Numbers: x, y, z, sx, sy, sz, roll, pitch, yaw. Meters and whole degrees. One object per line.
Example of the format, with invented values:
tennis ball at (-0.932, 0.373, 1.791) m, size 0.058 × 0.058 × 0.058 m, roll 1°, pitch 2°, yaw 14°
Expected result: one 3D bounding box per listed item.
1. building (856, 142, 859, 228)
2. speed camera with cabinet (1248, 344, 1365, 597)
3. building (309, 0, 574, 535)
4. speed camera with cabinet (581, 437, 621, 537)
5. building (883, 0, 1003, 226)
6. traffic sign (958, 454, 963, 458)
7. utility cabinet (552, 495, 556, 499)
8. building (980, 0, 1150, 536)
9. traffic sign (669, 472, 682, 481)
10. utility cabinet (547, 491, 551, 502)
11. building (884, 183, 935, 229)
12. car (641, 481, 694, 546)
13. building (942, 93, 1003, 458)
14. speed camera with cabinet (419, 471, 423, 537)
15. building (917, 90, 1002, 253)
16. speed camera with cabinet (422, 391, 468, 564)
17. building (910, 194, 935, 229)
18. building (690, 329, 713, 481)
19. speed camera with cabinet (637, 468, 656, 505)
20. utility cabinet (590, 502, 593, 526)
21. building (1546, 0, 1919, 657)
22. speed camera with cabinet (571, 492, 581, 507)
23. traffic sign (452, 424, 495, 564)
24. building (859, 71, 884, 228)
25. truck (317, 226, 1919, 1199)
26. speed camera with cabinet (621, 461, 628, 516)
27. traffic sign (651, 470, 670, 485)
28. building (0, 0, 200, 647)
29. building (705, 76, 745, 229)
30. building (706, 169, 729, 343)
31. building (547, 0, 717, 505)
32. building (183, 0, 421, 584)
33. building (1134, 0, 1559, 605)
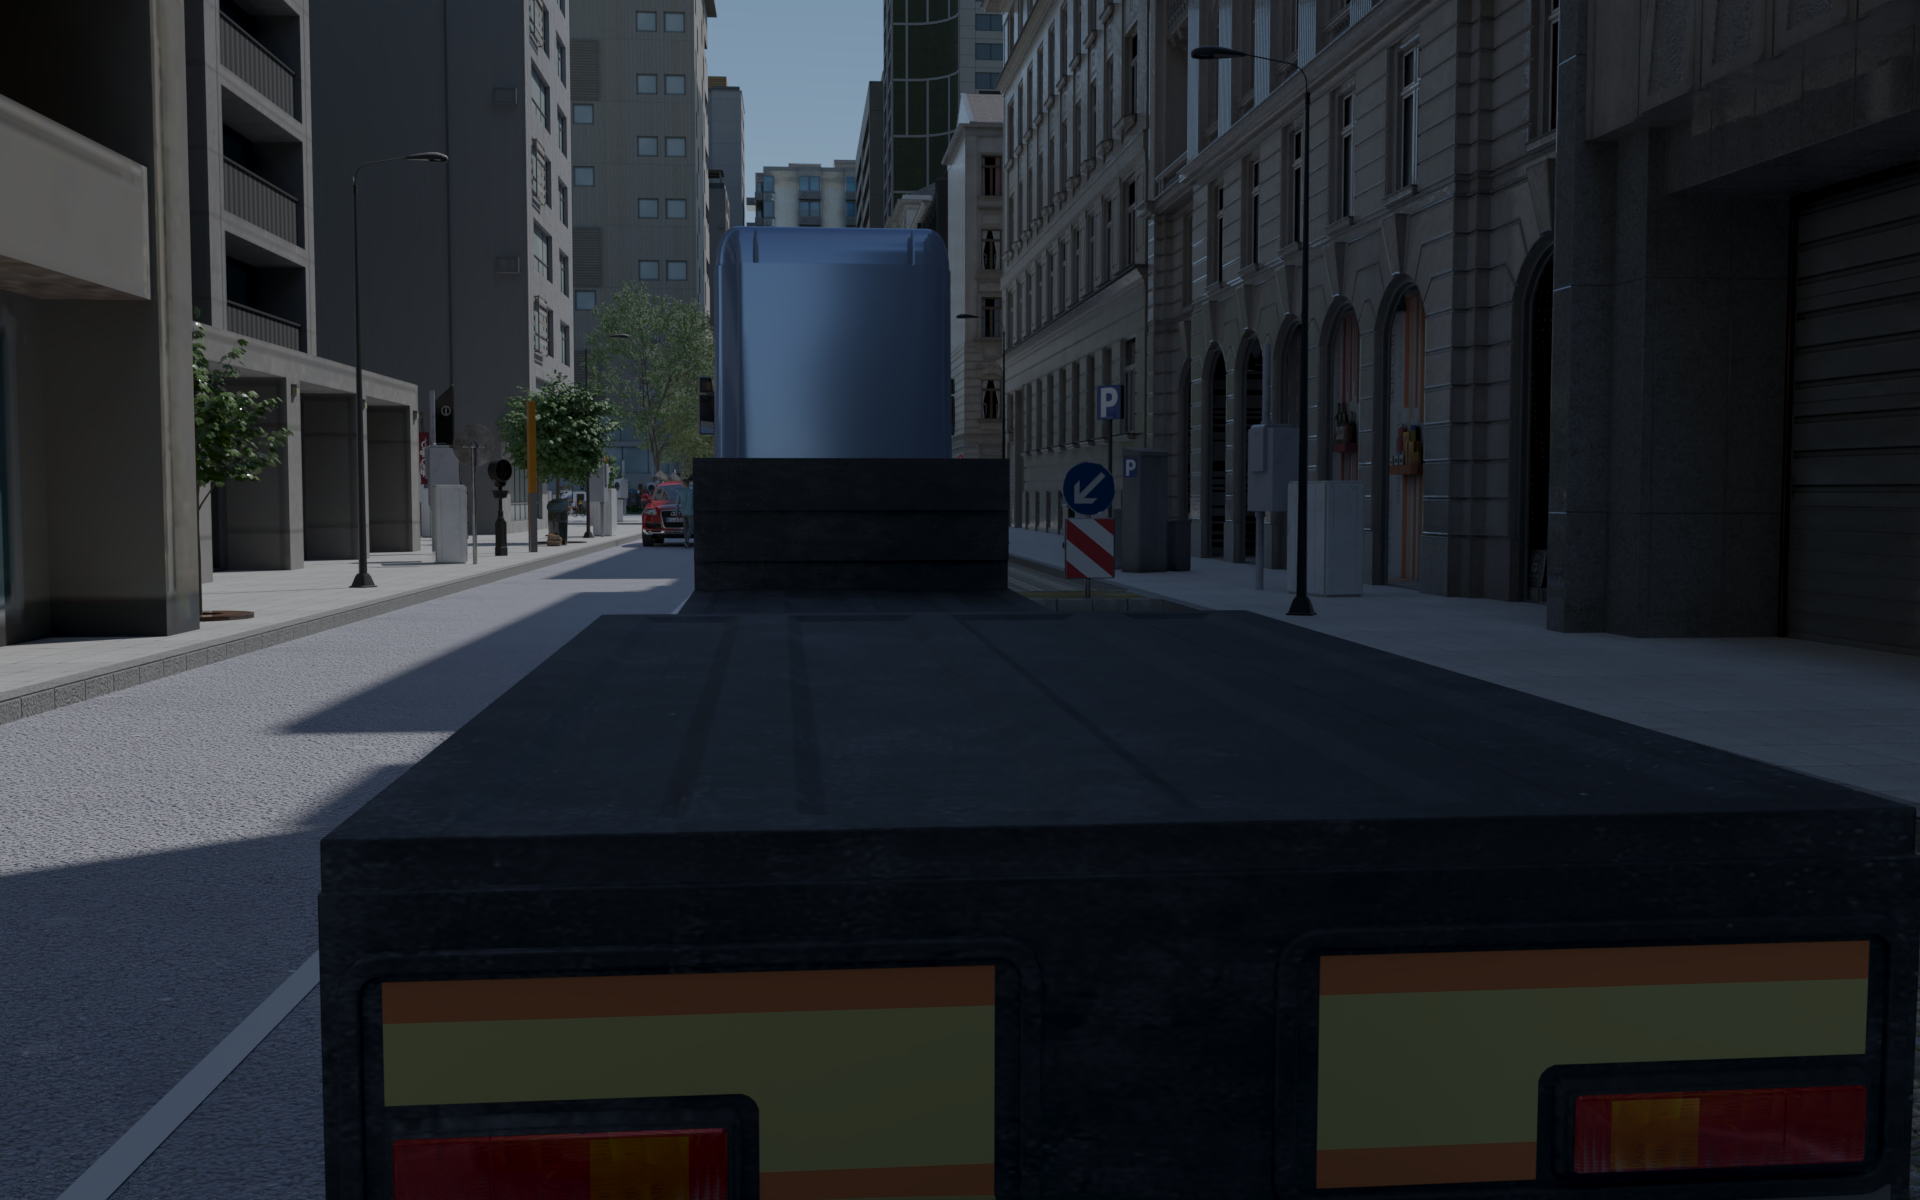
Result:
building at (-2.030, -36.339, 217.845) m, size 21.300 × 48.544 × 21.600 m, roll 0°, pitch 4°, yaw -5°
speed camera with cabinet at (4.456, -1.716, 22.386) m, size 0.660 × 3.252 × 2.038 m, roll -1°, pitch 4°, yaw -19°
building at (-20.958, -22.983, 59.366) m, size 14.086 × 41.232 × 14.154 m, roll 0°, pitch 4°, yaw -5°
speed camera with cabinet at (-10.850, -3.548, 52.353) m, size 0.660 × 3.252 × 2.038 m, roll 0°, pitch 4°, yaw -1°
building at (0.823, -45.027, 174.448) m, size 20.563 × 71.187 × 20.611 m, roll 0°, pitch 4°, yaw -5°
traffic sign at (0.013, -3.427, 56.029) m, size 0.884 × 2.594 × 0.081 m, roll 0°, pitch 4°, yaw -2°
utility cabinet at (-29.018, -7.002, 125.643) m, size 1.020 × 1.237 × 0.306 m, roll 0°, pitch 4°, yaw 7°
building at (10.244, -13.588, 55.446) m, size 16.112 × 22.955 × 30.059 m, roll 0°, pitch 4°, yaw -5°
traffic sign at (-12.985, -4.590, 78.695) m, size 0.795 × 2.450 × 0.064 m, roll 0°, pitch 4°, yaw -5°
utility cabinet at (-30.616, -7.251, 127.233) m, size 1.173 × 1.500 × 0.318 m, roll 1°, pitch 4°, yaw 10°
building at (1.034, -21.786, 143.588) m, size 14.401 × 28.519 × 23.554 m, roll 0°, pitch 4°, yaw -5°
car at (-7.821, -2.474, 49.116) m, size 2.281 × 1.827 × 5.304 m, roll 0°, pitch 4°, yaw -5°
building at (8.579, -14.532, 86.742) m, size 18.267 × 20.994 × 9.793 m, roll 0°, pitch 4°, yaw -5°
speed camera with cabinet at (-15.665, -3.453, 50.797) m, size 0.660 × 3.252 × 2.038 m, roll 2°, pitch 4°, yaw 28°
building at (4.131, -16.768, 103.833) m, size 12.332 × 23.373 × 15.834 m, roll 0°, pitch 4°, yaw -5°
speed camera with cabinet at (-9.675, -2.342, 32.622) m, size 0.660 × 3.252 × 2.038 m, roll -1°, pitch 4°, yaw -21°
building at (2.106, -17.930, 122.040) m, size 11.050 × 23.489 × 19.941 m, roll 0°, pitch 4°, yaw -5°
building at (-41.319, -21.344, 194.015) m, size 27.650 × 21.520 × 28.899 m, roll 0°, pitch 4°, yaw -5°
speed camera with cabinet at (-24.176, -8.439, 132.315) m, size 2.038 × 3.252 × 0.660 m, roll 0°, pitch 4°, yaw 5°
utility cabinet at (-14.696, -3.587, 69.813) m, size 0.306 × 1.237 × 1.020 m, roll -2°, pitch 4°, yaw -25°
building at (12.449, -11.515, 6.289) m, size 12.078 × 24.808 × 19.932 m, roll 0°, pitch 4°, yaw -5°
speed camera with cabinet at (-27.493, -8.120, 127.091) m, size 2.038 × 3.252 × 0.660 m, roll -3°, pitch 5°, yaw -41°
traffic sign at (-8.849, -1.922, 31.529) m, size 0.768 × 2.556 × 0.104 m, roll 0°, pitch 4°, yaw -1°
building at (-0.002, -35.016, 196.221) m, size 21.300 × 48.544 × 21.600 m, roll 0°, pitch 4°, yaw -5°
truck at (-0.674, -1.347, 11.787) m, size 2.967 × 4.110 × 18.799 m, roll 0°, pitch 4°, yaw -6°
speed camera with cabinet at (-20.450, -6.612, 102.436) m, size 2.038 × 3.252 × 0.660 m, roll 3°, pitch 5°, yaw 45°
traffic sign at (-12.233, -4.104, 70.746) m, size 0.795 × 2.450 × 0.064 m, roll 0°, pitch 4°, yaw -5°
building at (-16.828, -23.230, 3.519) m, size 21.300 × 48.544 × 21.600 m, roll 0°, pitch 4°, yaw -5°
building at (-44.715, -43.090, 246.512) m, size 28.212 × 58.520 × 21.231 m, roll 0°, pitch 4°, yaw -5°
building at (-36.130, -32.744, 218.952) m, size 14.086 × 41.232 × 14.154 m, roll 0°, pitch 4°, yaw -5°
building at (-37.910, -35.201, 164.771) m, size 28.713 × 52.752 × 27.495 m, roll 0°, pitch 4°, yaw -5°
building at (-21.924, -36.286, 31.528) m, size 20.563 × 71.187 × 20.611 m, roll 0°, pitch 4°, yaw -5°
building at (11.227, -11.415, 28.443) m, size 13.314 × 21.916 × 24.055 m, roll 0°, pitch 4°, yaw -5°
